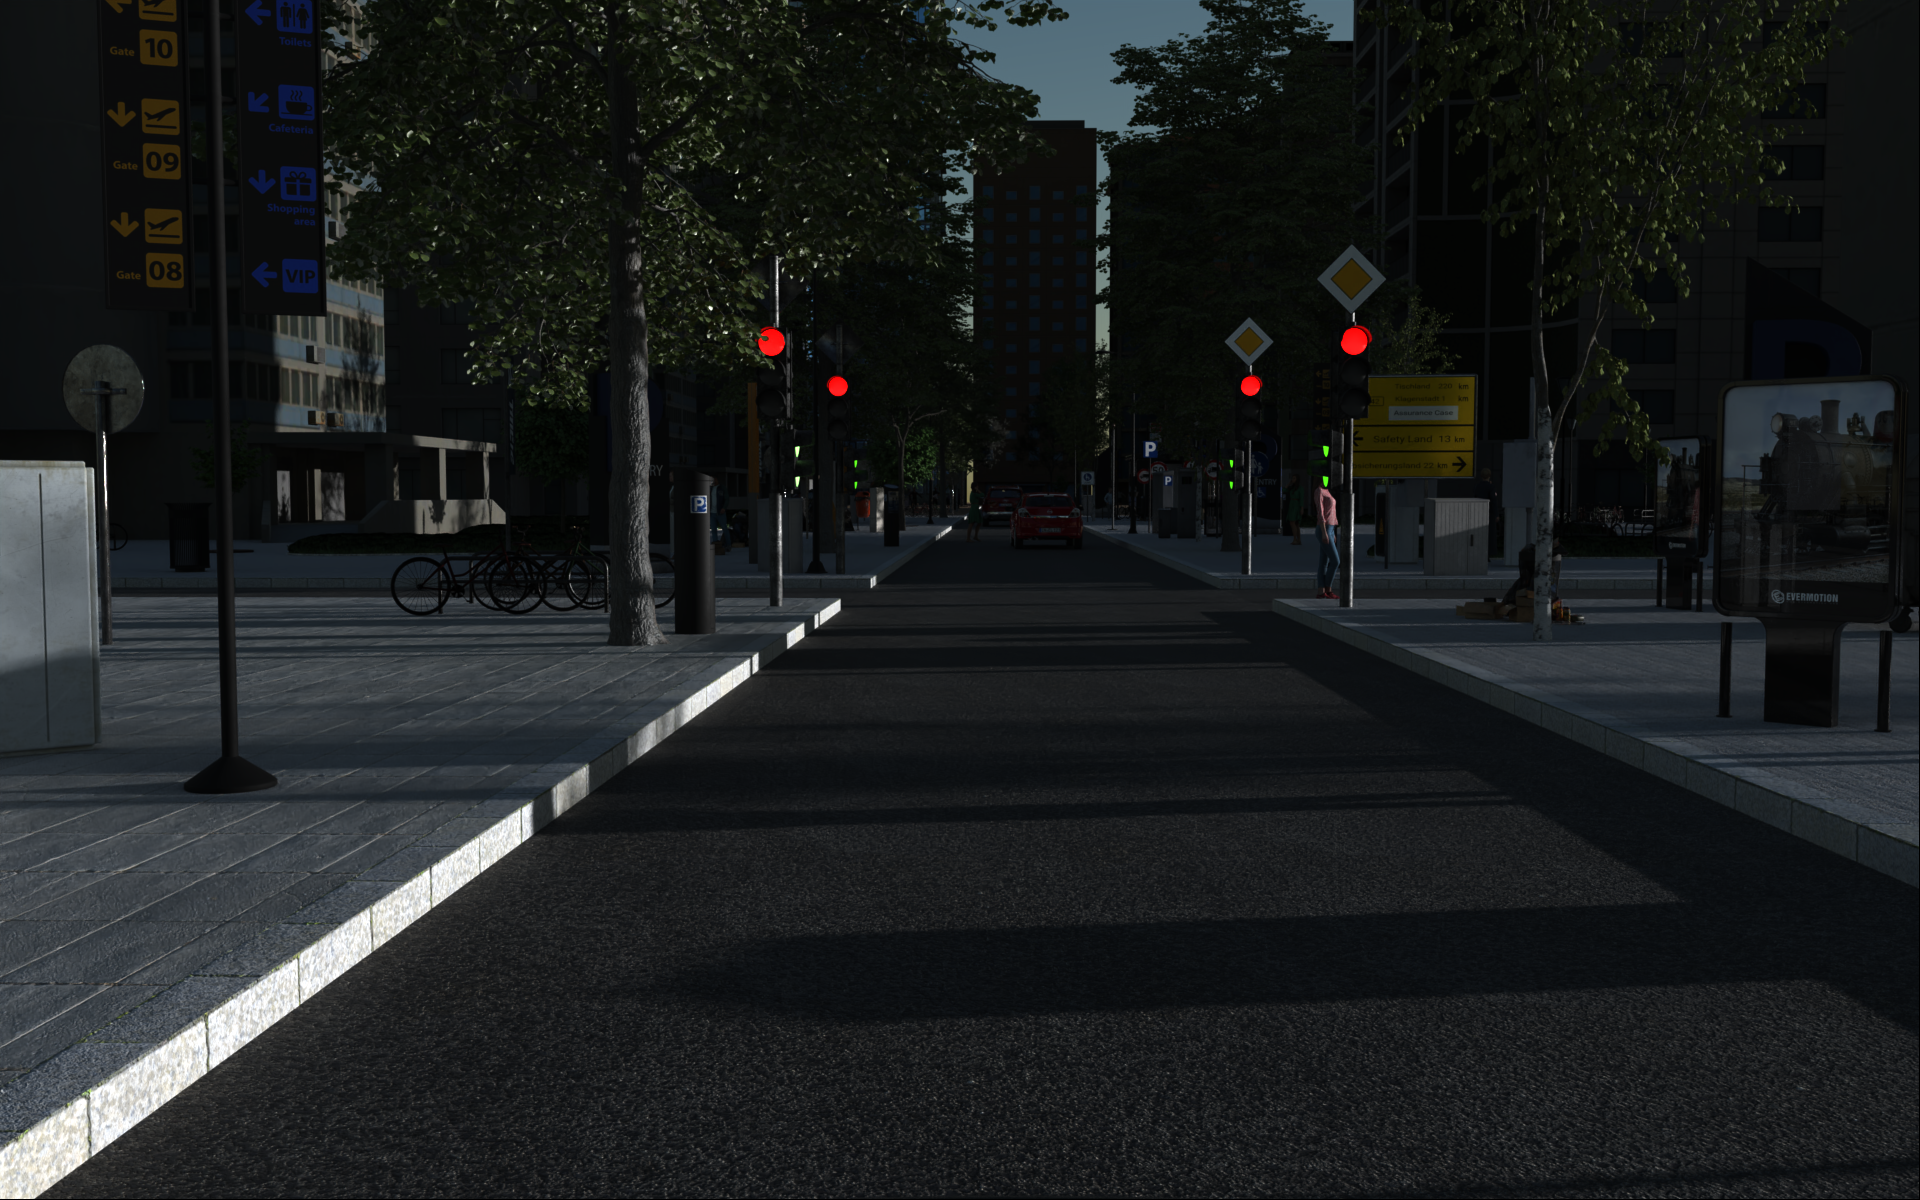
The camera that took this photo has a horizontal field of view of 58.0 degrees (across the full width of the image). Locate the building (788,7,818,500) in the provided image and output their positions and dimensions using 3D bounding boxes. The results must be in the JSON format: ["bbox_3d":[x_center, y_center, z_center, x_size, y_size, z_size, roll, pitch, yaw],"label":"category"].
[{"bbox_3d":[-20.590,-31.089,158.409,14.200,45.320,14.600,0,4,1],"label":"building"}]

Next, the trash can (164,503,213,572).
[{"bbox_3d":[-12.719,-1.035,28.581,0.748,1.137,0.748,0,3,0],"label":"trash can"}]

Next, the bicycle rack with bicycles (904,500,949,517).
[{"bbox_3d":[-1.985,-5.136,97.362,2.925,0.926,2.852,-2,4,-26],"label":"bicycle rack with bicycles"}]

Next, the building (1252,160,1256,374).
[{"bbox_3d":[28.505,-21.815,128.384,14.160,30.474,14.107,0,4,1],"label":"building"}]

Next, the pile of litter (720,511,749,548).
[{"bbox_3d":[-5.122,-1.722,42.112,1.719,0.858,1.176,-3,5,-40],"label":"pile of litter"}]

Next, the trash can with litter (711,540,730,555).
[{"bbox_3d":[-5.414,-1.529,36.385,1.055,1.170,0.624,-2,4,-27],"label":"trash can with litter"}]

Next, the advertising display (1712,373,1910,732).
[{"bbox_3d":[4.692,-0.269,9.610,0.123,1.923,0.974,-3,5,-44],"label":"advertising display"}]

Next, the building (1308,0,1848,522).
[{"bbox_3d":[29.860,-39.639,86.356,20.563,71.187,20.611,0,4,1],"label":"building"}]

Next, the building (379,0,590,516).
[{"bbox_3d":[-22.447,-24.226,79.692,14.154,41.232,14.086,0,4,1],"label":"building"}]

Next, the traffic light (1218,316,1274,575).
[{"bbox_3d":[4.557,-2.364,27.567,0.839,4.253,0.868,0,4,1],"label":"traffic light"}]

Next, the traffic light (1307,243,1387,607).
[{"bbox_3d":[4.373,-1.875,19.584,0.839,4.253,0.868,0,4,1],"label":"traffic light"}]

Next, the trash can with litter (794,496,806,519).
[{"bbox_3d":[-5.496,-3.189,63.194,2.233,1.210,1.678,0,4,4],"label":"trash can with litter"}]

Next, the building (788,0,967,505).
[{"bbox_3d":[-14.719,-54.876,209.896,31.000,86.520,22.319,0,4,1],"label":"building"}]

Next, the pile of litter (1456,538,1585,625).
[{"bbox_3d":[5.739,-0.231,17.746,1.176,0.858,1.719,0,4,3],"label":"pile of litter"}]

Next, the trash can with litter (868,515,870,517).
[{"bbox_3d":[-4.716,-5.351,98.547,2.233,1.210,1.678,0,4,-2],"label":"trash can with litter"}]

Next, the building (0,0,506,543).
[{"bbox_3d":[-32.060,-22.084,52.947,32.217,40.220,23.993,0,4,1],"label":"building"}]

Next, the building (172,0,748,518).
[{"bbox_3d":[-30.951,-25.912,115.543,32.217,40.220,23.993,0,4,1],"label":"building"}]

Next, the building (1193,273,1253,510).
[{"bbox_3d":[35.529,-18.650,149.965,27.650,21.520,28.899,0,4,1],"label":"building"}]

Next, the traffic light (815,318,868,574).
[{"bbox_3d":[-1.903,-2.372,27.700,0.839,4.253,0.868,0,4,1],"label":"traffic light"}]

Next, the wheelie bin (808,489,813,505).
[{"bbox_3d":[-5.586,-3.651,67.596,0.693,1.594,0.980,1,4,13],"label":"wheelie bin"}]

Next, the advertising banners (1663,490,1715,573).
[{"bbox_3d":[12.469,-1.937,27.857,2.074,3.025,0.090,2,4,27],"label":"advertising banners"}]

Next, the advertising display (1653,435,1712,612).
[{"bbox_3d":[8.013,-0.859,19.258,0.123,1.923,0.974,0,4,-7],"label":"advertising display"}]

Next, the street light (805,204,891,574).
[{"bbox_3d":[-1.789,-3.384,27.867,1.470,5.913,1.316,0,4,1],"label":"street light"}]

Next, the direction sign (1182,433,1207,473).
[{"bbox_3d":[8.543,-4.353,63.172,0.876,3.537,0.379,0,3,0],"label":"direction sign"}]

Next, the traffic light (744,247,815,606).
[{"bbox_3d":[-2.087,-1.884,19.717,0.839,4.253,0.868,0,4,1],"label":"traffic light"}]

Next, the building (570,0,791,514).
[{"bbox_3d":[-21.045,-27.566,134.294,14.154,41.232,14.086,0,4,1],"label":"building"}]

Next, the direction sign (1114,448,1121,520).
[{"bbox_3d":[7.816,-5.744,85.918,0.379,3.537,0.876,2,4,25],"label":"direction sign"}]

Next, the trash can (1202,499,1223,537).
[{"bbox_3d":[7.630,-2.467,51.992,0.748,1.137,0.748,0,3,0],"label":"trash can"}]

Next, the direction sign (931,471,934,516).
[{"bbox_3d":[-1.627,-6.677,101.169,0.379,3.537,0.876,1,4,10],"label":"direction sign"}]

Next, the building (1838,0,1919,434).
[{"bbox_3d":[36.787,-25.853,46.403,21.600,48.544,21.300,0,4,1],"label":"building"}]

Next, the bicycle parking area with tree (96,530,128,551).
[{"bbox_3d":[-22.354,-3.033,36.593,9.016,4.147,8.231,1,4,9],"label":"bicycle parking area with tree"}]

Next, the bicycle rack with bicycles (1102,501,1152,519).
[{"bbox_3d":[8.477,-4.604,88.665,2.852,0.926,2.925,-1,4,-11],"label":"bicycle rack with bicycles"}]

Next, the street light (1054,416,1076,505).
[{"bbox_3d":[6.240,-7.925,102.111,1.470,5.913,1.316,0,4,1],"label":"street light"}]

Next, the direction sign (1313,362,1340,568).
[{"bbox_3d":[6.510,-2.323,29.986,0.876,3.537,0.379,-1,4,-14],"label":"direction sign"}]

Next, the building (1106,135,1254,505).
[{"bbox_3d":[30.837,-33.974,210.100,28.867,44.769,22.147,0,4,1],"label":"building"}]

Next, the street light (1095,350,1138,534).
[{"bbox_3d":[5.066,-5.110,56.081,1.470,5.913,1.316,0,4,1],"label":"street light"}]

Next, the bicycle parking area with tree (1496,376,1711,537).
[{"bbox_3d":[17.248,-3.438,43.214,8.231,4.147,9.016,0,4,-2],"label":"bicycle parking area with tree"}]

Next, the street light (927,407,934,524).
[{"bbox_3d":[-0.729,-6.199,73.900,1.470,5.913,1.316,0,4,1],"label":"street light"}]

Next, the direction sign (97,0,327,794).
[{"bbox_3d":[-3.194,-0.947,7.481,0.876,3.537,0.379,-1,4,-20],"label":"direction sign"}]

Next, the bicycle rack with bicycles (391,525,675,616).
[{"bbox_3d":[-4.604,-0.367,19.375,2.925,0.926,2.852,0,4,-4],"label":"bicycle rack with bicycles"}]

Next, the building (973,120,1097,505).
[{"bbox_3d":[8.784,-34.086,207.415,14.200,45.320,14.600,0,4,1],"label":"building"}]

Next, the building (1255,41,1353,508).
[{"bbox_3d":[27.896,-20.955,114.313,14.160,30.474,14.107,0,4,1],"label":"building"}]

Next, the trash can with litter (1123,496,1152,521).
[{"bbox_3d":[8.633,-4.346,82.111,1.678,1.210,2.233,0,3,0],"label":"trash can with litter"}]
